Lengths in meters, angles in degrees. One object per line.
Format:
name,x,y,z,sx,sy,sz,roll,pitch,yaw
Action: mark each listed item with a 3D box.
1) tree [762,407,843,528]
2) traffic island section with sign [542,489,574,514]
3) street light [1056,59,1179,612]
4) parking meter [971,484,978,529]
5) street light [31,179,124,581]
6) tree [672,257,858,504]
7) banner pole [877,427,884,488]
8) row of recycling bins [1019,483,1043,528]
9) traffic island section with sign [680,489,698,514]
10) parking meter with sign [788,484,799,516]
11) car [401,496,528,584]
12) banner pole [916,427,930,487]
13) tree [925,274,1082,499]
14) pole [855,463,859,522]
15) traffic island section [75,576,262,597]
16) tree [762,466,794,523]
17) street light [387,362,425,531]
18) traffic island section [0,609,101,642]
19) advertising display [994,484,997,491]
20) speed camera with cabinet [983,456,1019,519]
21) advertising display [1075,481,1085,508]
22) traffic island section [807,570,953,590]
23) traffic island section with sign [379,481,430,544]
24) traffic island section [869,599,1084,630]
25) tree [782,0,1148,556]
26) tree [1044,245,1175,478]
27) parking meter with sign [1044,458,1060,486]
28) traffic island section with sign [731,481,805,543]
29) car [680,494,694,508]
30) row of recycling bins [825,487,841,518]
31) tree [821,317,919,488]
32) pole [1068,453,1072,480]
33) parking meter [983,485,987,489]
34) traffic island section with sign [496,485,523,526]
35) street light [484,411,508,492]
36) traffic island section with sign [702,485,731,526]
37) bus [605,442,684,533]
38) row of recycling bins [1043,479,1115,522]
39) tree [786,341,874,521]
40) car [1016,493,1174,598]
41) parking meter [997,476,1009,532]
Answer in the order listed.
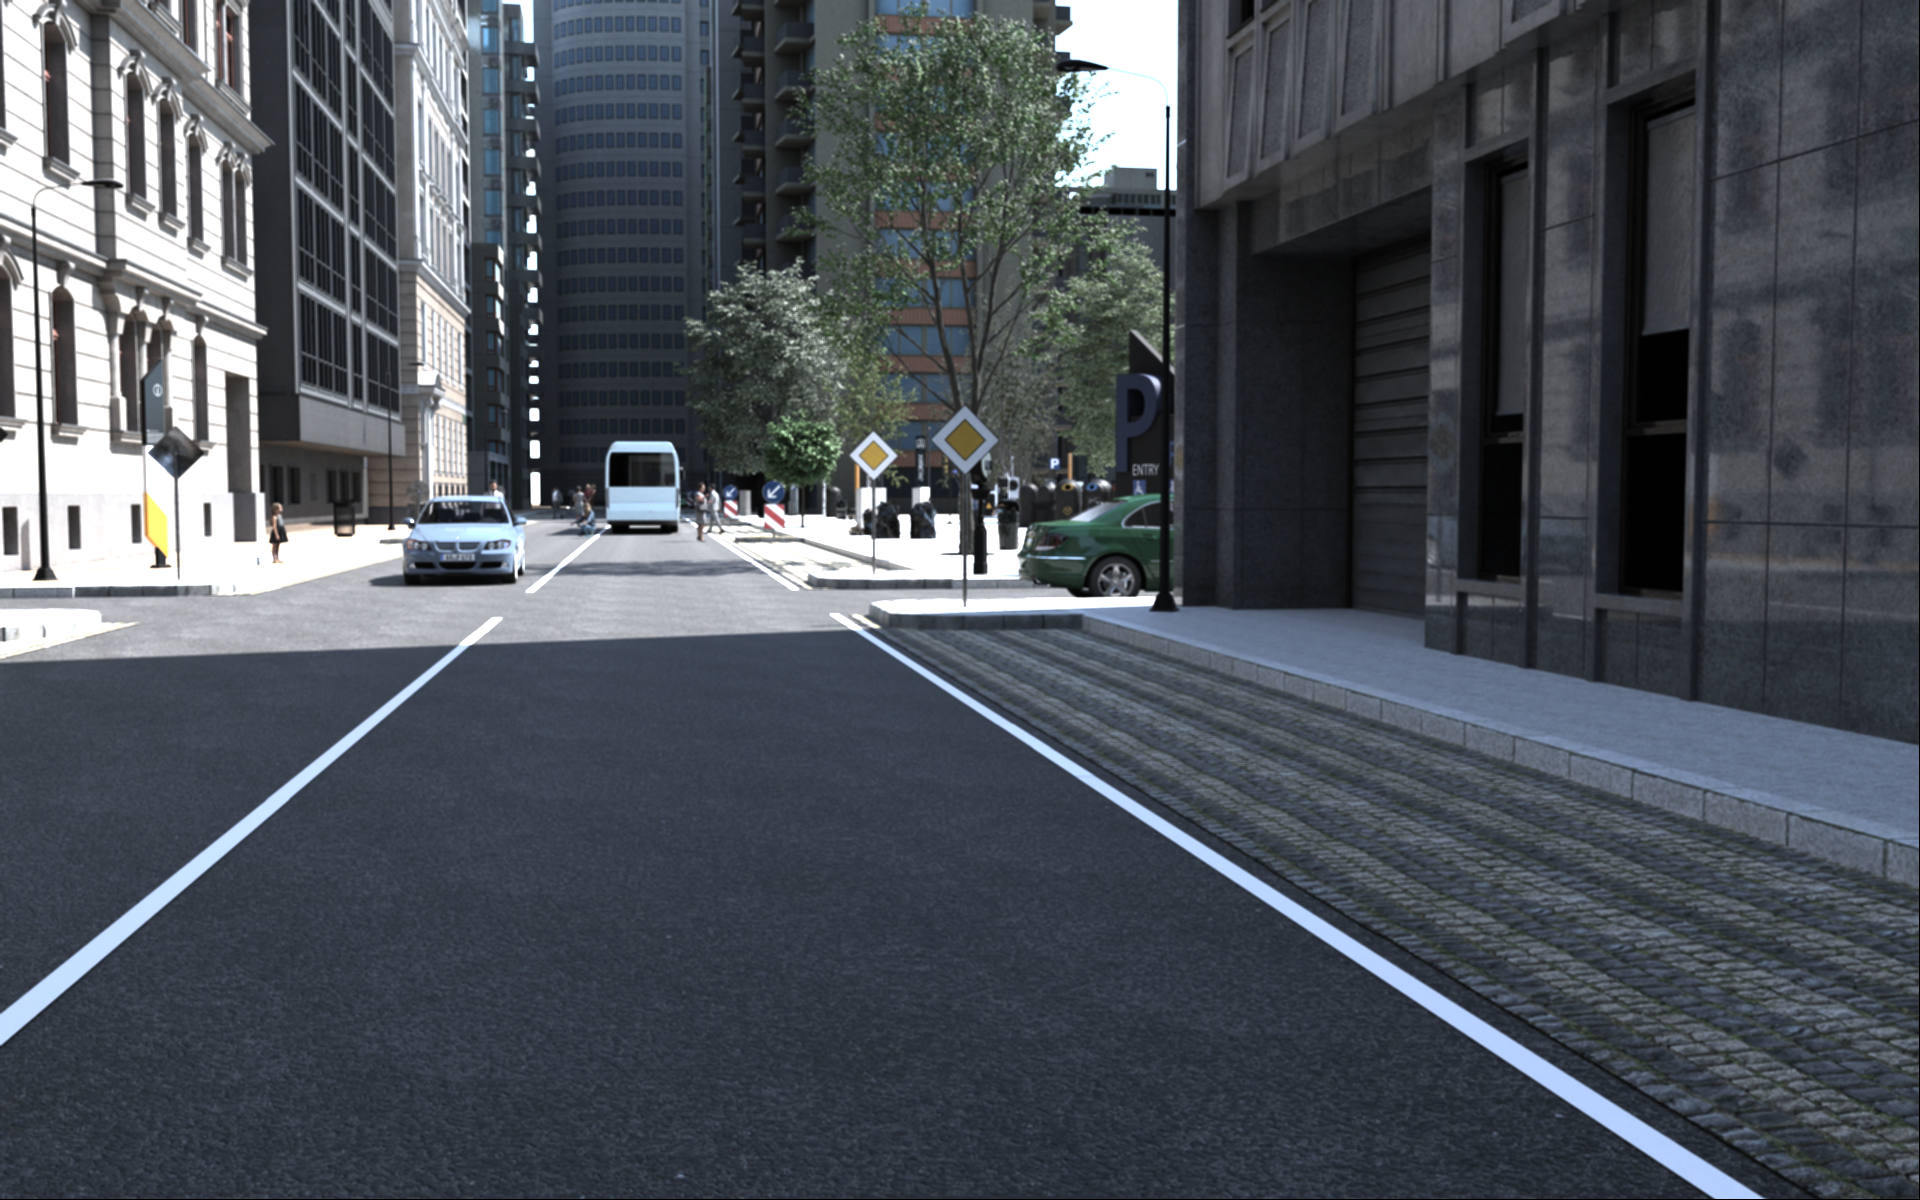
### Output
tree,-5.964,-4.980,65.135,4.285,4.588,4.351,0,3,0
traffic island section with sign,-29.414,-7.202,126.377,1.989,1.847,2.006,-1,4,-10
street light,1.712,-2.827,18.763,1.470,5.913,1.316,-1,4,-10
parking meter,0.336,-2.134,43.295,0.372,1.533,0.369,0,3,0
street light,-13.032,-3.245,25.599,1.470,5.913,1.316,-1,4,-10
tree,-10.084,-11.355,92.313,9.857,13.997,8.962,0,3,0
banner pole,-3.007,-4.603,65.276,0.401,3.779,0.863,-1,4,-19
row of recycling bins,3.800,-3.583,65.687,3.534,1.692,1.069,2,4,30
traffic island section with sign,-19.439,-7.285,127.736,1.989,1.847,2.006,-1,4,-10
parking meter with sign,-9.766,-6.449,101.696,0.543,3.016,1.738,0,4,4
car,-8.279,-1.046,29.111,2.014,1.417,4.499,-1,4,-12
banner pole,-1.357,-4.599,65.214,0.863,3.779,0.401,3,4,37
tree,1.787,-6.655,59.171,4.360,8.622,3.978,0,3,0
pole,-4.706,-5.219,79.167,0.158,3.312,0.155,0,3,0
traffic island section,-11.571,-0.204,25.609,2.009,0.180,2.903,-1,4,-10
tree,-8.069,-5.095,77.907,1.663,3.219,1.824,0,3,0
street light,-19.508,-5.410,60.996,1.470,5.913,1.316,-1,4,-10
traffic island section,-10.154,0.277,17.750,2.009,0.180,2.903,-1,4,-10
advertising display,2.156,-5.426,93.927,0.123,1.923,0.974,-2,4,-31
speed camera with cabinet,2.042,-5.858,90.107,2.038,3.252,0.660,0,4,-4
advertising display,5.573,-4.838,84.312,0.974,1.923,0.123,1,4,14
traffic island section,-1.343,-0.316,27.442,2.009,0.180,2.903,-1,4,-10
traffic island section with sign,-15.688,-2.544,50.228,1.989,1.847,2.006,-1,4,-10
traffic island section,0.074,0.165,19.583,2.009,0.180,2.903,-1,4,-10
tree,0.147,-6.754,36.179,9.928,11.665,9.643,0,3,0
tree,7.587,-9.829,78.833,7.486,12.596,7.792,0,3,0
parking meter with sign,4.415,-5.390,84.384,0.543,3.016,1.738,-1,4,-10
traffic island section with sign,-5.710,-2.631,51.652,1.989,1.847,2.006,-1,4,-10
car,-26.166,-9.504,164.183,1.959,1.807,4.718,-1,4,-10
row of recycling bins,-7.144,-5.459,96.363,1.069,1.692,3.534,0,4,-5
tree,-3.743,-7.413,71.562,4.737,8.622,4.395,0,3,0
pole,5.438,-5.620,85.726,0.158,3.312,0.155,0,3,0
parking meter,1.338,-5.473,95.194,0.399,1.863,0.255,0,4,-5
traffic island section with sign,-20.553,-4.195,77.224,1.989,1.847,2.006,-1,4,-10
street light,-25.929,-7.596,96.732,1.470,5.913,1.316,-1,4,-10
traffic island section with sign,-10.499,-4.254,78.180,1.989,1.847,2.006,-1,4,-10
bus,-12.245,-4.449,67.598,2.948,3.499,13.247,-1,4,-9
row of recycling bins,4.128,-2.474,47.558,3.534,1.692,1.069,2,4,35
tree,-6.308,-8.113,83.007,4.360,8.622,3.978,0,3,0
car,3.211,-0.692,23.117,4.920,1.459,2.131,-1,4,-8
parking meter,1.373,-3.035,55.340,0.255,1.863,0.399,-1,4,-20
